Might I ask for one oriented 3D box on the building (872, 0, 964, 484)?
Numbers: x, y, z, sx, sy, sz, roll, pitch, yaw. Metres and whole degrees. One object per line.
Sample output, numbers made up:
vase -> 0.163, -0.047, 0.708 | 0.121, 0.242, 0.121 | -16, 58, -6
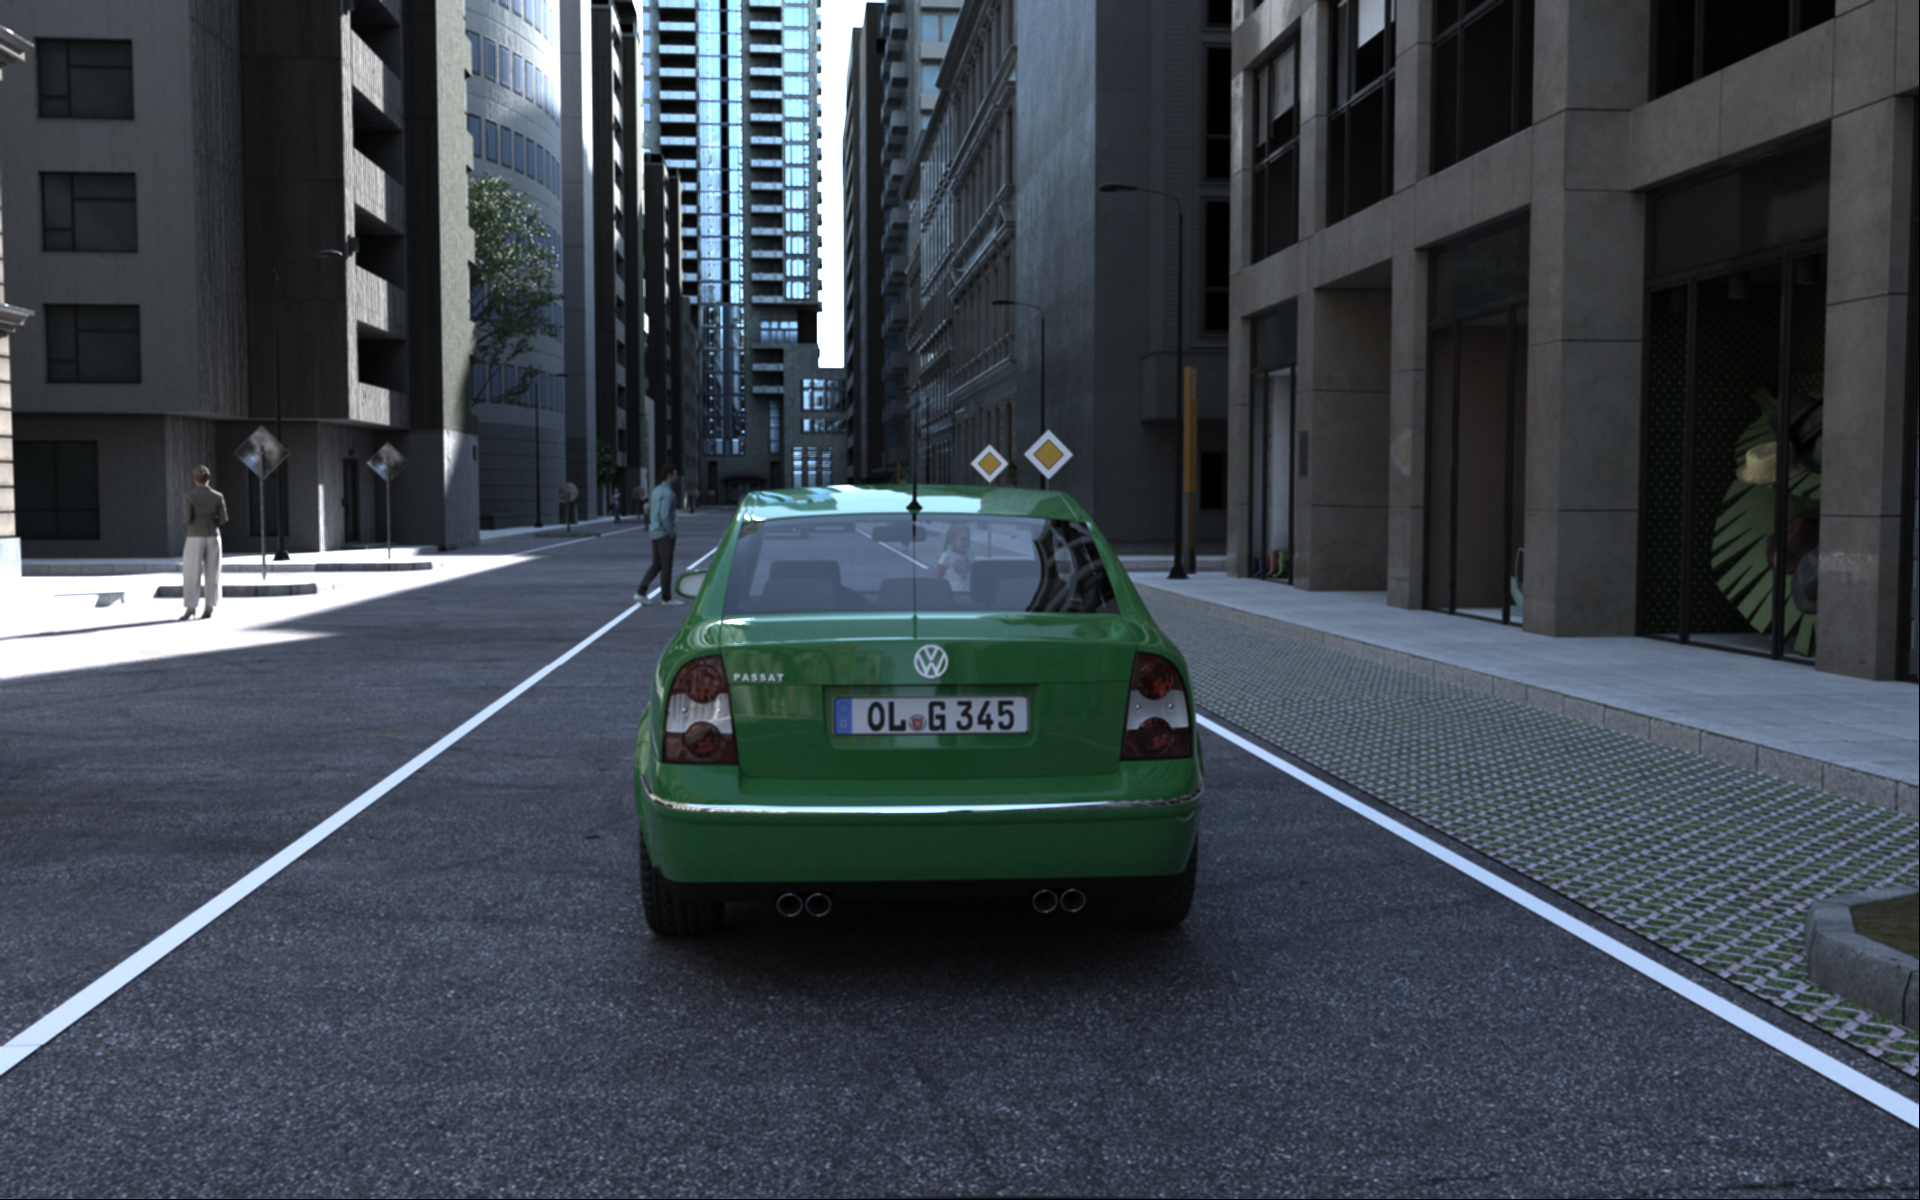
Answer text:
building -> 5.381, -31.516, 134.898 | 23.786, 49.044, 30.456 | 0, 4, -6

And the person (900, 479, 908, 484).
person -> -1.433, -2.061, 42.383 | 0.709, 1.800, 0.728 | -1, 4, -9

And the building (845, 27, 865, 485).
building -> -0.508, -33.717, 174.979 | 21.300, 48.544, 21.600 | 0, 4, -6

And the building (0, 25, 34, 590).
building -> -29.277, -12.065, 16.353 | 34.723, 24.649, 14.460 | 0, 4, -6

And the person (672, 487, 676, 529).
person -> -11.124, -3.536, 66.535 | 0.478, 1.798, 0.641 | 2, 4, 28

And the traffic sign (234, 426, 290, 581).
traffic sign -> -10.286, -1.340, 25.549 | 0.795, 2.450, 0.064 | 0, 4, -6

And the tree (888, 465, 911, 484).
tree -> -4.173, -7.428, 116.047 | 1.663, 3.219, 1.824 | 0, 3, 0

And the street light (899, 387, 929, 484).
street light -> -1.935, -6.288, 75.356 | 1.470, 5.913, 1.316 | 0, 4, -6

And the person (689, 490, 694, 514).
person -> -19.681, -7.181, 126.828 | 0.530, 1.710, 0.541 | 1, 4, 15

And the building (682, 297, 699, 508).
building -> -40.997, -19.848, 169.556 | 28.899, 21.520, 27.650 | 0, 4, -6

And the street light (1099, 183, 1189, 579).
street light -> 2.769, -3.274, 26.066 | 1.470, 5.913, 1.316 | 0, 4, -6

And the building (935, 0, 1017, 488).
building -> 5.740, -13.799, 61.772 | 11.583, 22.565, 21.152 | 0, 4, -6

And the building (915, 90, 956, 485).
building -> 3.418, -14.202, 81.361 | 9.793, 20.994, 18.267 | 0, 4, -6

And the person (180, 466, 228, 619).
person -> -8.741, -0.668, 19.977 | 0.519, 1.759, 0.362 | -3, 5, -42

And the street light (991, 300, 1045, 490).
street light -> 1.448, -4.221, 41.561 | 1.470, 5.913, 1.316 | 0, 4, -6

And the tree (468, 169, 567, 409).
tree -> -15.554, -7.743, 52.355 | 9.928, 11.665, 9.643 | 0, 3, 0

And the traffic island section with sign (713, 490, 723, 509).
traffic island section with sign -> -23.194, -9.396, 162.256 | 1.989, 1.847, 2.006 | 0, 4, -6

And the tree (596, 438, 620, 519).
tree -> -19.528, -6.569, 91.117 | 4.285, 4.588, 4.351 | 0, 3, 0

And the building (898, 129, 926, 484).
building -> 2.536, -16.604, 100.357 | 11.050, 23.489, 19.941 | 0, 4, -6

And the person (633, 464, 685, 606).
person -> -3.876, -0.840, 22.256 | 0.620, 1.820, 0.660 | -2, 4, -31

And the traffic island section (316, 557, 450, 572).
traffic island section -> -11.077, -0.690, 33.557 | 2.009, 0.180, 2.903 | 0, 4, -6

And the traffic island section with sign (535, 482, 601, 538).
traffic island section with sign -> -13.120, -3.024, 58.078 | 1.989, 1.847, 2.006 | 0, 4, -6

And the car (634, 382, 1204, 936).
car -> -0.231, 0.108, 7.034 | 1.959, 1.807, 4.718 | 0, 4, -4

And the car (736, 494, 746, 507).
car -> -17.681, -8.143, 144.943 | 2.131, 1.459, 4.920 | 0, 4, -5

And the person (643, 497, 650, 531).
person -> -12.077, -3.301, 66.723 | 0.306, 1.304, 0.590 | 0, 4, 7

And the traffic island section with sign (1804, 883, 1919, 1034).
traffic island section with sign -> 3.510, 0.241, 4.682 | 1.989, 1.847, 2.006 | 0, 4, -6

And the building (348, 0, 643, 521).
building -> -25.948, -20.098, 100.307 | 14.160, 30.474, 14.107 | 0, 4, -6

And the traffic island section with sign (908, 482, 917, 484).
traffic island section with sign -> -1.767, -3.091, 59.162 | 1.989, 1.847, 2.006 | 0, 4, -6

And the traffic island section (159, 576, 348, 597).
traffic island section -> -10.309, -0.204, 25.609 | 2.009, 0.180, 2.903 | 0, 4, -6

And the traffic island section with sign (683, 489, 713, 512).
traffic island section with sign -> -20.602, -7.755, 135.425 | 1.989, 1.847, 2.006 | 0, 4, -6

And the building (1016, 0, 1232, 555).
building -> 17.092, -13.651, 42.264 | 30.058, 24.678, 14.314 | 0, 4, -6

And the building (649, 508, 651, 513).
building -> -32.716, -49.464, 121.402 | 22.319, 86.520, 31.000 | 0, 4, -6

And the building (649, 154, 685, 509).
building -> -30.894, -22.909, 146.262 | 14.160, 30.474, 14.107 | 0, 4, -6

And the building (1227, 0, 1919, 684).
building -> 15.379, -12.595, 10.447 | 19.350, 26.468, 34.151 | 0, 4, -6

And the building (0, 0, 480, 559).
building -> -19.584, -16.373, 39.394 | 14.160, 30.474, 14.107 | 0, 4, -6

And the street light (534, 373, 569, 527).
street light -> -15.733, -5.762, 66.745 | 1.470, 5.913, 1.316 | 0, 4, -6

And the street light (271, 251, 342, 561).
street light -> -12.502, -3.709, 33.175 | 1.470, 5.913, 1.316 | 0, 4, -6

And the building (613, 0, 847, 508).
building -> -29.096, -54.291, 200.324 | 31.000, 86.520, 22.319 | 0, 4, -6

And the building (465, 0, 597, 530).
building -> -27.276, -32.299, 70.082 | 21.231, 58.520, 28.212 | 0, 4, -6

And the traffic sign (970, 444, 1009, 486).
traffic sign -> 0.588, -1.893, 34.598 | 0.795, 2.450, 0.064 | 0, 4, -6

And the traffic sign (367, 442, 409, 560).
traffic sign -> -11.055, -1.826, 33.497 | 0.795, 2.450, 0.064 | 0, 4, -6

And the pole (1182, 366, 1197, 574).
pole -> 3.690, -2.076, 27.791 | 0.158, 3.312, 0.155 | 0, 3, 0

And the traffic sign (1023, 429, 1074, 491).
traffic sign -> 1.356, -1.407, 26.650 | 0.795, 2.450, 0.064 | 0, 4, -6

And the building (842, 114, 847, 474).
building -> -6.304, -33.674, 200.684 | 14.200, 45.320, 14.600 | 0, 4, -6

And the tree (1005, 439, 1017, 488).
tree -> 1.903, -3.401, 50.212 | 1.663, 3.219, 1.824 | 0, 3, 0

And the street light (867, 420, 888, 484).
street light -> -5.140, -8.349, 109.047 | 1.470, 5.913, 1.316 | 0, 4, -6

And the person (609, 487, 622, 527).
person -> -15.121, -4.108, 76.258 | 0.643, 1.750, 0.593 | -3, 4, -37

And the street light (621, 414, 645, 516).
street light -> -18.904, -7.803, 100.113 | 1.470, 5.913, 1.316 | 0, 4, -6

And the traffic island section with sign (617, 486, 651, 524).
traffic island section with sign -> -15.733, -4.671, 85.006 | 1.989, 1.847, 2.006 | 0, 4, -6

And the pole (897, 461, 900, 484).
pole -> -3.813, -6.948, 107.437 | 0.158, 3.312, 0.155 | 0, 3, 0

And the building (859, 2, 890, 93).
building -> -1.858, -31.002, 156.998 | 14.600, 45.320, 14.200 | 0, 4, -6
